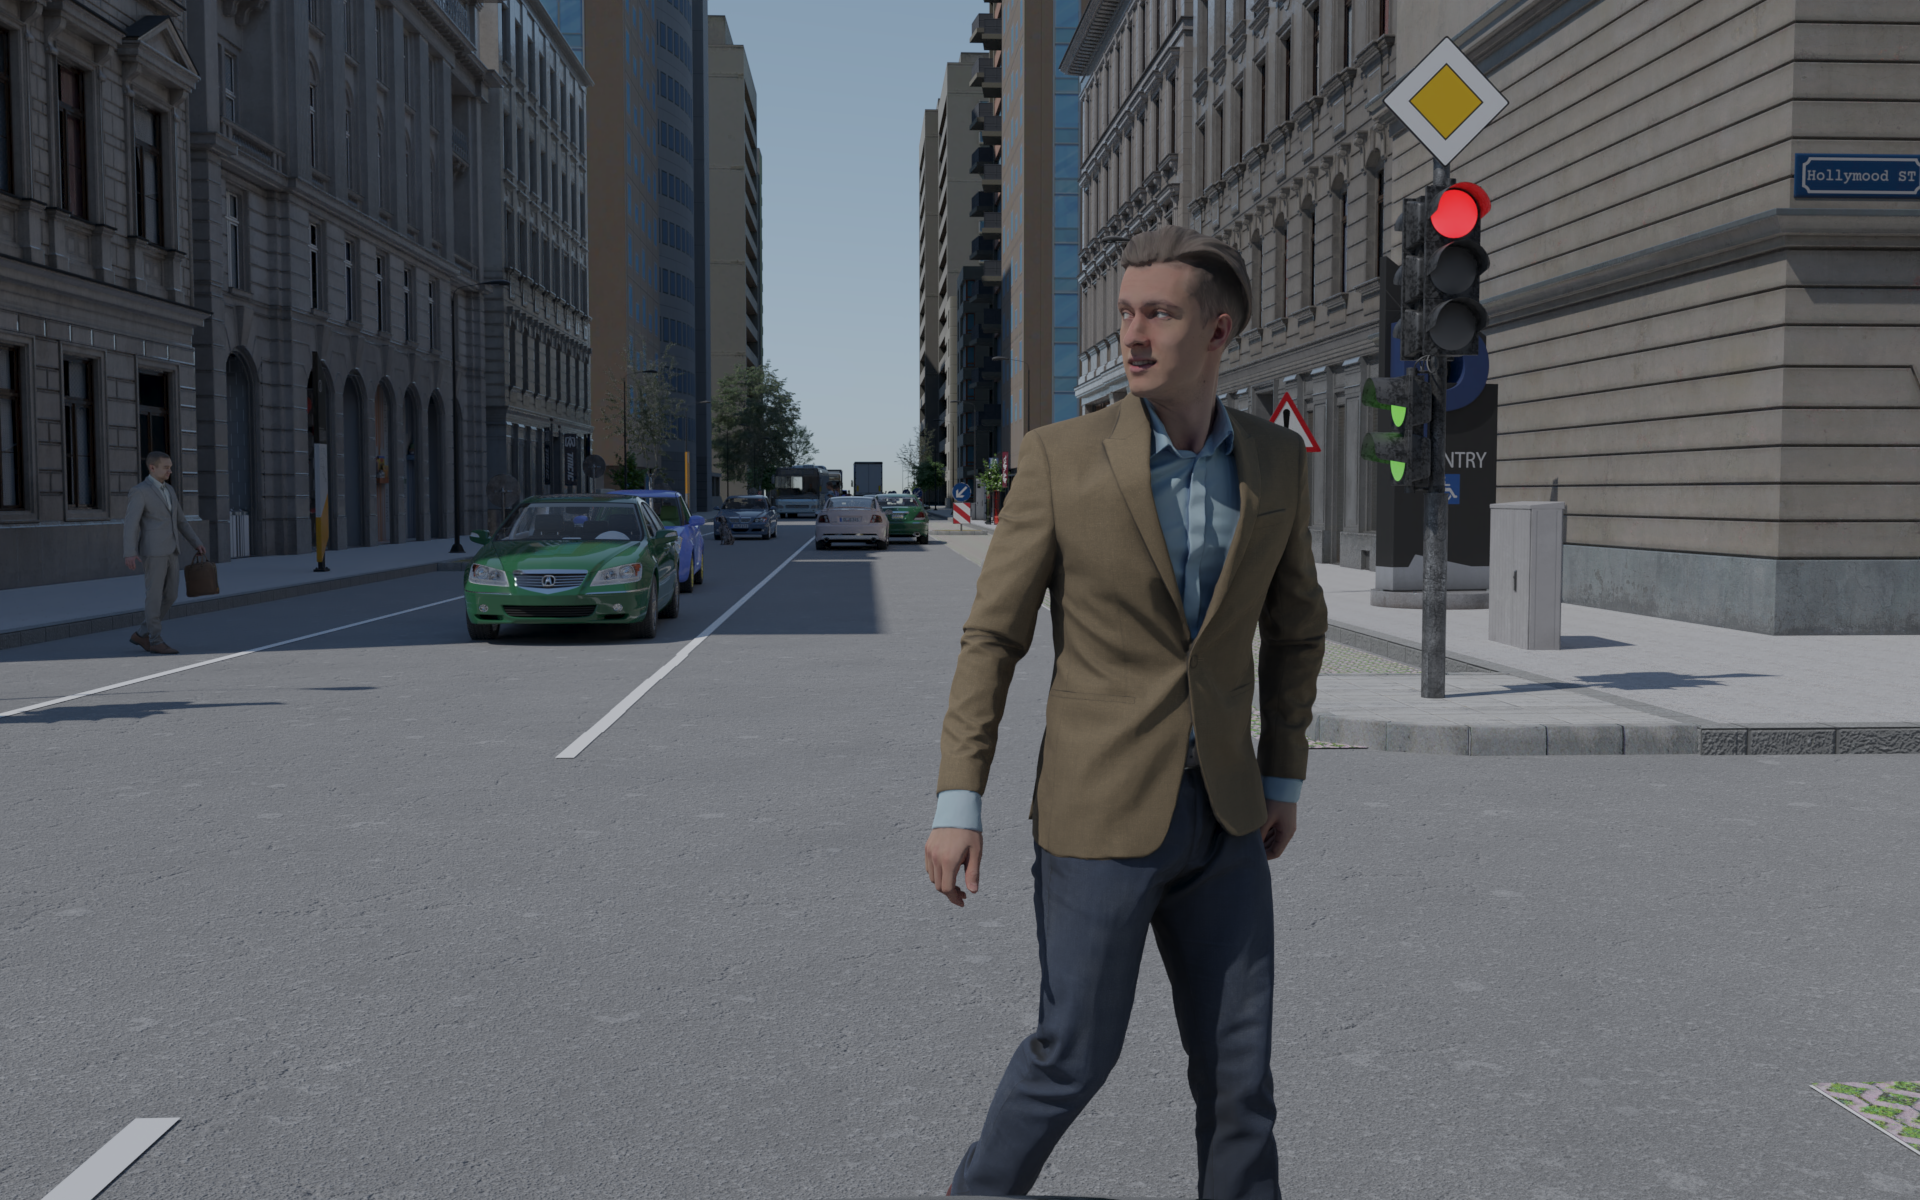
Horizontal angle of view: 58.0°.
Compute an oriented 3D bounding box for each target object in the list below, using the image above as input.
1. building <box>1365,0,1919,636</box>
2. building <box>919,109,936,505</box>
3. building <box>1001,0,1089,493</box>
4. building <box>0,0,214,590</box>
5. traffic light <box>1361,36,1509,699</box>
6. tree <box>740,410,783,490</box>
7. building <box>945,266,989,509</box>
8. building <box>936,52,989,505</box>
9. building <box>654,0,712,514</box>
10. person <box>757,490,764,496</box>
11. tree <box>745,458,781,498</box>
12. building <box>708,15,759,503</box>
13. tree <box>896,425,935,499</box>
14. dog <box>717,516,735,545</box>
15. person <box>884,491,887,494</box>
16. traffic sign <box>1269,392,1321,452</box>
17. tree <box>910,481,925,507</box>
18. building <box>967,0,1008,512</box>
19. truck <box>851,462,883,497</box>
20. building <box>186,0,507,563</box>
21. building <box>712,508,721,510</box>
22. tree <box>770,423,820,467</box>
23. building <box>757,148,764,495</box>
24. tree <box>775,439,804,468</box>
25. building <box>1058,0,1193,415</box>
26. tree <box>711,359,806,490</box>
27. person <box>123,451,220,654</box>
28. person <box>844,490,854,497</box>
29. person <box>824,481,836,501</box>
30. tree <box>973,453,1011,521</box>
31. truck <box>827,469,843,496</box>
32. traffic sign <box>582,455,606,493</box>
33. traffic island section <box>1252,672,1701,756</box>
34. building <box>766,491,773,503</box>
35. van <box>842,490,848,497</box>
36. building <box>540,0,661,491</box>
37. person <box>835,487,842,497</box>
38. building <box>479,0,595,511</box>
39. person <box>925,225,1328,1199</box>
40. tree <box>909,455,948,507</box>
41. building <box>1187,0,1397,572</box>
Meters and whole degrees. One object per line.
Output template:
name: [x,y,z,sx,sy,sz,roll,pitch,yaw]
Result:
building: [23.976,-12.349,20.986,34.723,24.649,14.460,0,4,-3]
building: [6.063,-35.819,209.345,21.300,48.544,21.600,0,4,-3]
building: [9.738,-27.202,94.865,14.600,45.320,14.200,0,4,-3]
building: [-17.372,-9.536,20.549,10.561,19.102,19.286,0,4,-3]
traffic light: [2.965,-1.339,10.811,0.839,4.253,0.868,0,4,-3]
tree: [-17.493,-12.291,151.318,4.360,8.622,3.978,0,3,0]
building: [13.235,-18.447,146.644,27.650,21.520,28.899,0,4,-3]
building: [8.748,-34.508,187.901,21.300,48.544,21.600,0,4,-3]
building: [-28.070,-34.868,112.084,21.231,58.520,28.212,0,4,-3]
person: [-10.333,-4.880,89.762,0.593,1.643,0.415,2,4,24]
tree: [-17.694,-10.544,156.104,4.285,4.588,4.351,0,3,0]
building: [-32.311,-34.020,179.927,21.300,48.544,21.600,0,4,-3]
tree: [-4.333,-14.056,180.173,4.360,8.622,3.978,0,3,0]
dog: [-6.609,-1.952,48.760,0.513,0.831,0.800,0,4,-6]
person: [-8.999,-12.461,212.108,0.599,1.838,0.709,1,4,21]
traffic sign: [4.159,-1.354,22.141,0.884,2.594,0.081,0,4,3]
tree: [-4.082,-10.914,173.045,1.663,3.219,1.824,0,3,0]
building: [12.027,-28.251,116.536,22.147,44.769,28.867,0,4,-3]
truck: [-8.272,-10.142,154.731,2.839,4.237,11.283,0,4,-4]
building: [-20.214,-12.278,42.551,13.314,21.916,24.055,0,4,-3]
building: [-35.840,-27.304,138.305,32.217,40.220,23.993,0,4,-3]
tree: [-23.241,-19.051,237.232,9.928,11.665,9.643,0,3,0]
building: [-29.971,-31.486,198.397,14.154,41.232,14.086,0,4,-3]
tree: [-20.444,-15.370,201.657,4.737,8.622,4.395,0,3,0]
building: [9.145,-13.133,65.634,10.553,20.767,40.483,0,4,-3]
tree: [-19.311,-15.635,162.289,9.857,13.997,8.962,0,3,0]
person: [-7.163,-0.424,15.550,0.853,1.813,0.709,1,4,10]
person: [-8.190,-7.238,127.557,1.217,1.743,0.721,-1,4,-10]
person: [-3.881,-2.678,52.386,0.778,1.811,0.616,1,4,20]
tree: [1.662,-5.320,81.583,1.663,3.219,1.824,0,3,0]
truck: [-14.758,-12.821,198.544,2.839,4.237,11.283,0,4,-3]
traffic sign: [-11.770,-3.402,55.731,0.768,2.556,0.104,0,4,3]
traffic island section: [3.005,0.694,10.927,2.009,0.180,2.903,0,4,-3]
building: [-39.755,-32.145,217.453,32.217,40.220,23.993,0,4,-3]
van: [-16.255,-14.226,236.985,2.240,2.365,5.245,0,4,-2]
building: [-23.708,-26.974,91.132,14.600,45.320,14.200,0,4,-3]
person: [-6.860,-5.461,97.650,0.599,1.838,0.709,2,4,31]
building: [-19.762,-13.142,64.014,9.793,20.994,18.267,0,4,-3]
person: [0.266,0.344,2.781,0.836,1.842,0.656,3,5,41]
tree: [-2.705,-10.022,147.571,4.285,4.588,4.351,0,3,0]
building: [11.056,-11.441,36.204,9.793,20.994,18.267,0,4,-3]
